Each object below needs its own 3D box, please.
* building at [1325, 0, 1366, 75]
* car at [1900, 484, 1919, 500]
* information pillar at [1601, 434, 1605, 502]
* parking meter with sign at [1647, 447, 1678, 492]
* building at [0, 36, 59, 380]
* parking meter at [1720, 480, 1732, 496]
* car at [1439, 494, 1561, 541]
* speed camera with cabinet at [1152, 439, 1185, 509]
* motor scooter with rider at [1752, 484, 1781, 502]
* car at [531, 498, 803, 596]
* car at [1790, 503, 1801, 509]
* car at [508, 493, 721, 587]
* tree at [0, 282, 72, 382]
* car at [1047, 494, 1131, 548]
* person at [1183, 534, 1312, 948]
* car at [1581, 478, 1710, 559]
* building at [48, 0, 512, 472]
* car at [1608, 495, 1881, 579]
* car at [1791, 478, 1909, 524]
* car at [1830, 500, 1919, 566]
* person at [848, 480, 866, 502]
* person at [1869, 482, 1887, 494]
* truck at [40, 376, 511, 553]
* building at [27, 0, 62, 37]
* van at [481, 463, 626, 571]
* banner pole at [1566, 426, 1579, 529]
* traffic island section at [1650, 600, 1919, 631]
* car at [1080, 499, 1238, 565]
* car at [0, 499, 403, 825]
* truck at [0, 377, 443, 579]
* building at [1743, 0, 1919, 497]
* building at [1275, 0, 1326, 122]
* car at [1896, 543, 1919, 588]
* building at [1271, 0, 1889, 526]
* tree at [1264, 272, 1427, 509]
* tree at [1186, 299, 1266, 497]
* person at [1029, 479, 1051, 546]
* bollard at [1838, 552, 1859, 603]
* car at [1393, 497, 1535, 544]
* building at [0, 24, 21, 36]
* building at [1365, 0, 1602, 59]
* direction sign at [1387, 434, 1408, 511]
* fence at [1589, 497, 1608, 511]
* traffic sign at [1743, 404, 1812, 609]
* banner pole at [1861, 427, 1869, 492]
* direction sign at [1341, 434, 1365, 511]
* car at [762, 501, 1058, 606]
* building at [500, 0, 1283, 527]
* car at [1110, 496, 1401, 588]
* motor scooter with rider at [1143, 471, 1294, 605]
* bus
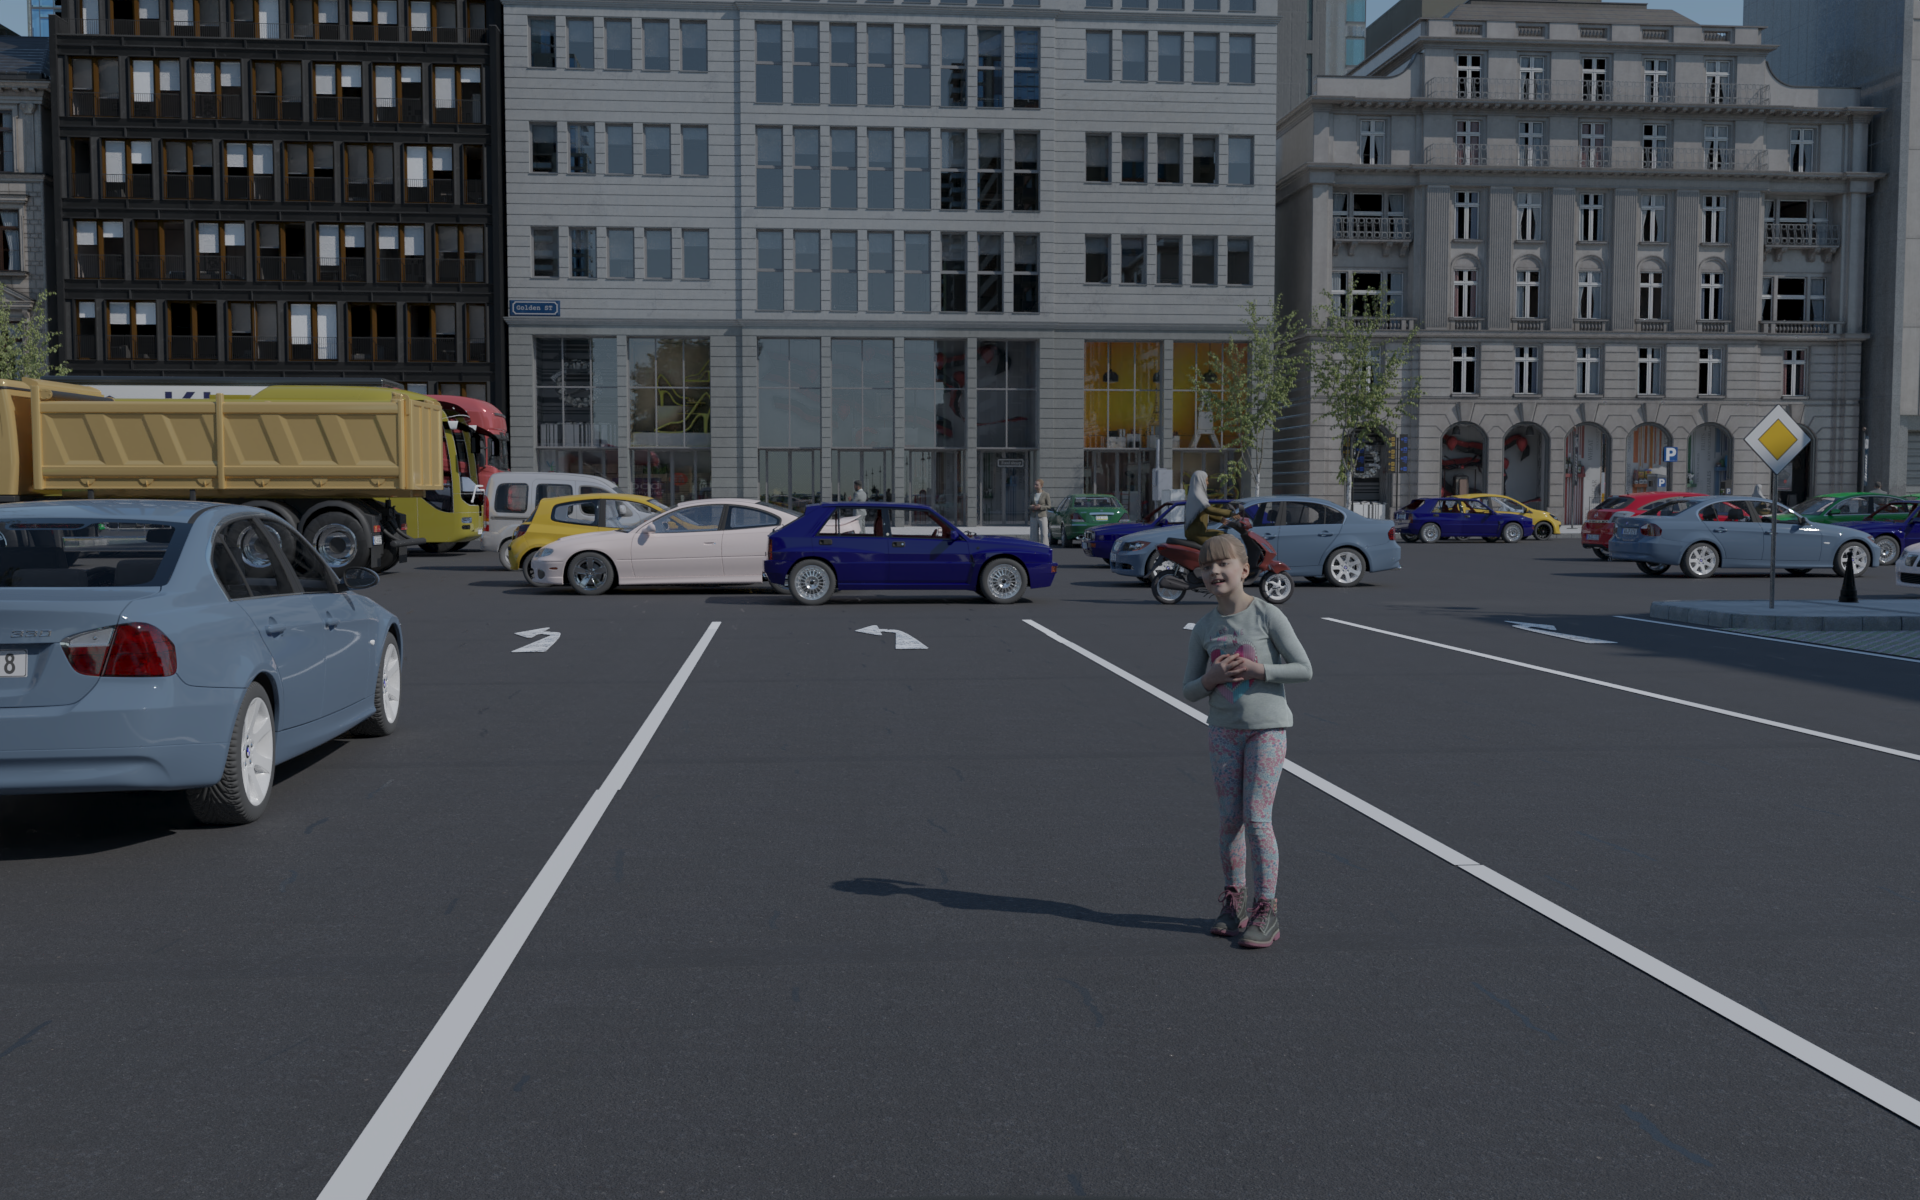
[{"bbox_3d":[21.871,-32.640,153.276,23.786,49.044,30.456,0,4,-5],"label":"building"},{"bbox_3d":[31.331,-2.835,55.146,4.718,1.807,1.959,0,4,-4],"label":"car"},{"bbox_3d":[24.851,-4.624,66.959,0.183,3.616,0.504,1,4,16],"label":"information pillar"},{"bbox_3d":[26.134,-4.200,64.927,0.543,3.016,1.738,-1,4,-9],"label":"parking meter with sign"},{"bbox_3d":[-42.986,-12.406,67.474,19.286,19.102,10.561,0,4,-5],"label":"building"},{"bbox_3d":[30.813,-3.915,69.722,0.399,1.863,0.255,-1,4,-21],"label":"parking meter"},{"bbox_3d":[16.703,-2.678,54.003,3.980,1.641,2.015,0,4,-7],"label":"car"},{"bbox_3d":[7.449,-4.128,61.833,0.660,3.252,2.038,-1,4,-12],"label":"speed camera with cabinet"},{"bbox_3d":[24.837,-2.711,53.286,1.986,1.779,0.876,0,4,-5],"label":"motor scooter with rider"},{"bbox_3d":[-3.826,-0.798,25.407,4.827,1.381,2.083,0,4,-4],"label":"car"},{"bbox_3d":[23.338,-2.089,46.510,4.827,1.381,2.083,0,4,-5],"label":"car"},{"bbox_3d":[-5.087,-1.053,27.433,3.980,1.641,2.015,0,4,-4],"label":"car"},{"bbox_3d":[-31.739,-6.602,58.306,4.737,8.622,4.395,0,3,0],"label":"tree"},{"bbox_3d":[3.533,-2.196,47.699,2.131,1.459,4.920,0,4,-4],"label":"car"},{"bbox_3d":[0.919,0.439,5.598,0.425,1.301,0.394,1,4,15],"label":"person"},{"bbox_3d":[15.764,-1.735,37.410,4.494,1.783,2.155,0,4,-7],"label":"car"},{"bbox_3d":[-25.570,-14.680,69.699,15.834,23.373,12.332,0,4,-5],"label":"building"},{"bbox_3d":[13.712,-1.118,30.274,4.499,1.417,2.014,0,4,-7],"label":"car"},{"bbox_3d":[20.246,-1.896,39.794,4.718,1.807,1.959,0,4,-5],"label":"car"},{"bbox_3d":[19.625,-1.405,35.551,3.894,1.354,1.945,0,4,-5],"label":"car"},{"bbox_3d":[-2.691,-2.240,45.304,0.466,1.800,0.511,0,4,6],"label":"person"},{"bbox_3d":[28.288,-2.738,53.366,0.694,1.812,0.767,1,4,18],"label":"person"},{"bbox_3d":[-16.277,-3.295,42.793,11.283,4.237,2.839,0,4,-6],"label":"truck"},{"bbox_3d":[-64.778,-51.121,148.507,31.000,86.520,22.319,0,4,-5],"label":"building"},{"bbox_3d":[-6.978,-1.588,32.969,4.112,2.044,2.013,0,4,-6],"label":"van"},{"bbox_3d":[22.546,-4.495,63.505,0.401,3.779,0.863,0,4,5],"label":"banner pole"},{"bbox_3d":[9.121,0.174,19.435,2.009,0.180,2.903,0,4,-5],"label":"traffic island section"},{"bbox_3d":[4.360,-1.309,33.986,3.894,1.354,1.945,0,4,-4],"label":"car"},{"bbox_3d":[-4.063,0.202,8.705,2.014,1.417,4.499,0,4,-6],"label":"car"},{"bbox_3d":[-14.222,-2.091,30.115,9.791,3.379,3.469,0,4,-4],"label":"truck"},{"bbox_3d":[46.895,-15.794,76.246,19.932,24.808,12.078,0,4,-5],"label":"building"},{"bbox_3d":[18.767,-27.358,130.902,14.154,41.232,14.086,0,4,-5],"label":"building"},{"bbox_3d":[15.228,-0.677,23.434,4.827,1.381,2.083,0,4,-4],"label":"car"},{"bbox_3d":[24.887,-14.292,75.475,24.055,21.916,13.314,0,4,-5],"label":"building"},{"bbox_3d":[13.387,-6.616,58.533,4.737,8.622,4.395,0,3,0],"label":"tree"},{"bbox_3d":[10.753,-6.924,63.575,4.737,8.622,4.395,0,3,0],"label":"tree"},{"bbox_3d":[1.681,-1.722,37.198,0.519,1.759,0.362,2,4,28],"label":"person"},{"bbox_3d":[10.533,-0.274,20.516,0.229,0.601,0.229,0,3,0],"label":"bollard"},{"bbox_3d":[14.820,-2.354,51.065,3.894,1.354,1.945,0,4,-6],"label":"car"},{"bbox_3d":[-87.972,-28.674,152.420,14.086,41.232,14.154,0,4,-5],"label":"building"},{"bbox_3d":[49.023,-32.834,160.536,21.600,48.544,21.300,0,4,-5],"label":"building"},{"bbox_3d":[16.516,-4.492,65.434,0.876,3.537,0.379,-1,4,-19],"label":"direction sign"},{"bbox_3d":[23.241,-3.067,61.350,0.480,1.192,2.264,-3,4,-38],"label":"fence"},{"bbox_3d":[9.098,-0.961,19.356,0.795,2.450,0.064,0,4,-5],"label":"traffic sign"},{"bbox_3d":[34.061,-4.600,65.221,0.401,3.779,0.863,3,5,43],"label":"banner pole"},{"bbox_3d":[14.925,-4.515,65.813,0.876,3.537,0.379,2,4,25],"label":"direction sign"},{"bbox_3d":[-0.690,-0.646,23.149,3.894,1.354,1.945,0,4,-6],"label":"car"},{"bbox_3d":[-2.841,-17.984,71.525,29.804,29.767,11.434,0,4,-5],"label":"building"},{"bbox_3d":[4.611,-0.934,27.276,4.499,1.417,2.014,0,4,-3],"label":"car"},{"bbox_3d":[3.371,-0.825,22.458,1.986,1.779,0.876,0,4,-4],"label":"motor scooter with rider"},{"bbox_3d":[-17.018,-2.945,39.690,12.252,3.916,2.896,0,4,-6],"label":"bus"}]
